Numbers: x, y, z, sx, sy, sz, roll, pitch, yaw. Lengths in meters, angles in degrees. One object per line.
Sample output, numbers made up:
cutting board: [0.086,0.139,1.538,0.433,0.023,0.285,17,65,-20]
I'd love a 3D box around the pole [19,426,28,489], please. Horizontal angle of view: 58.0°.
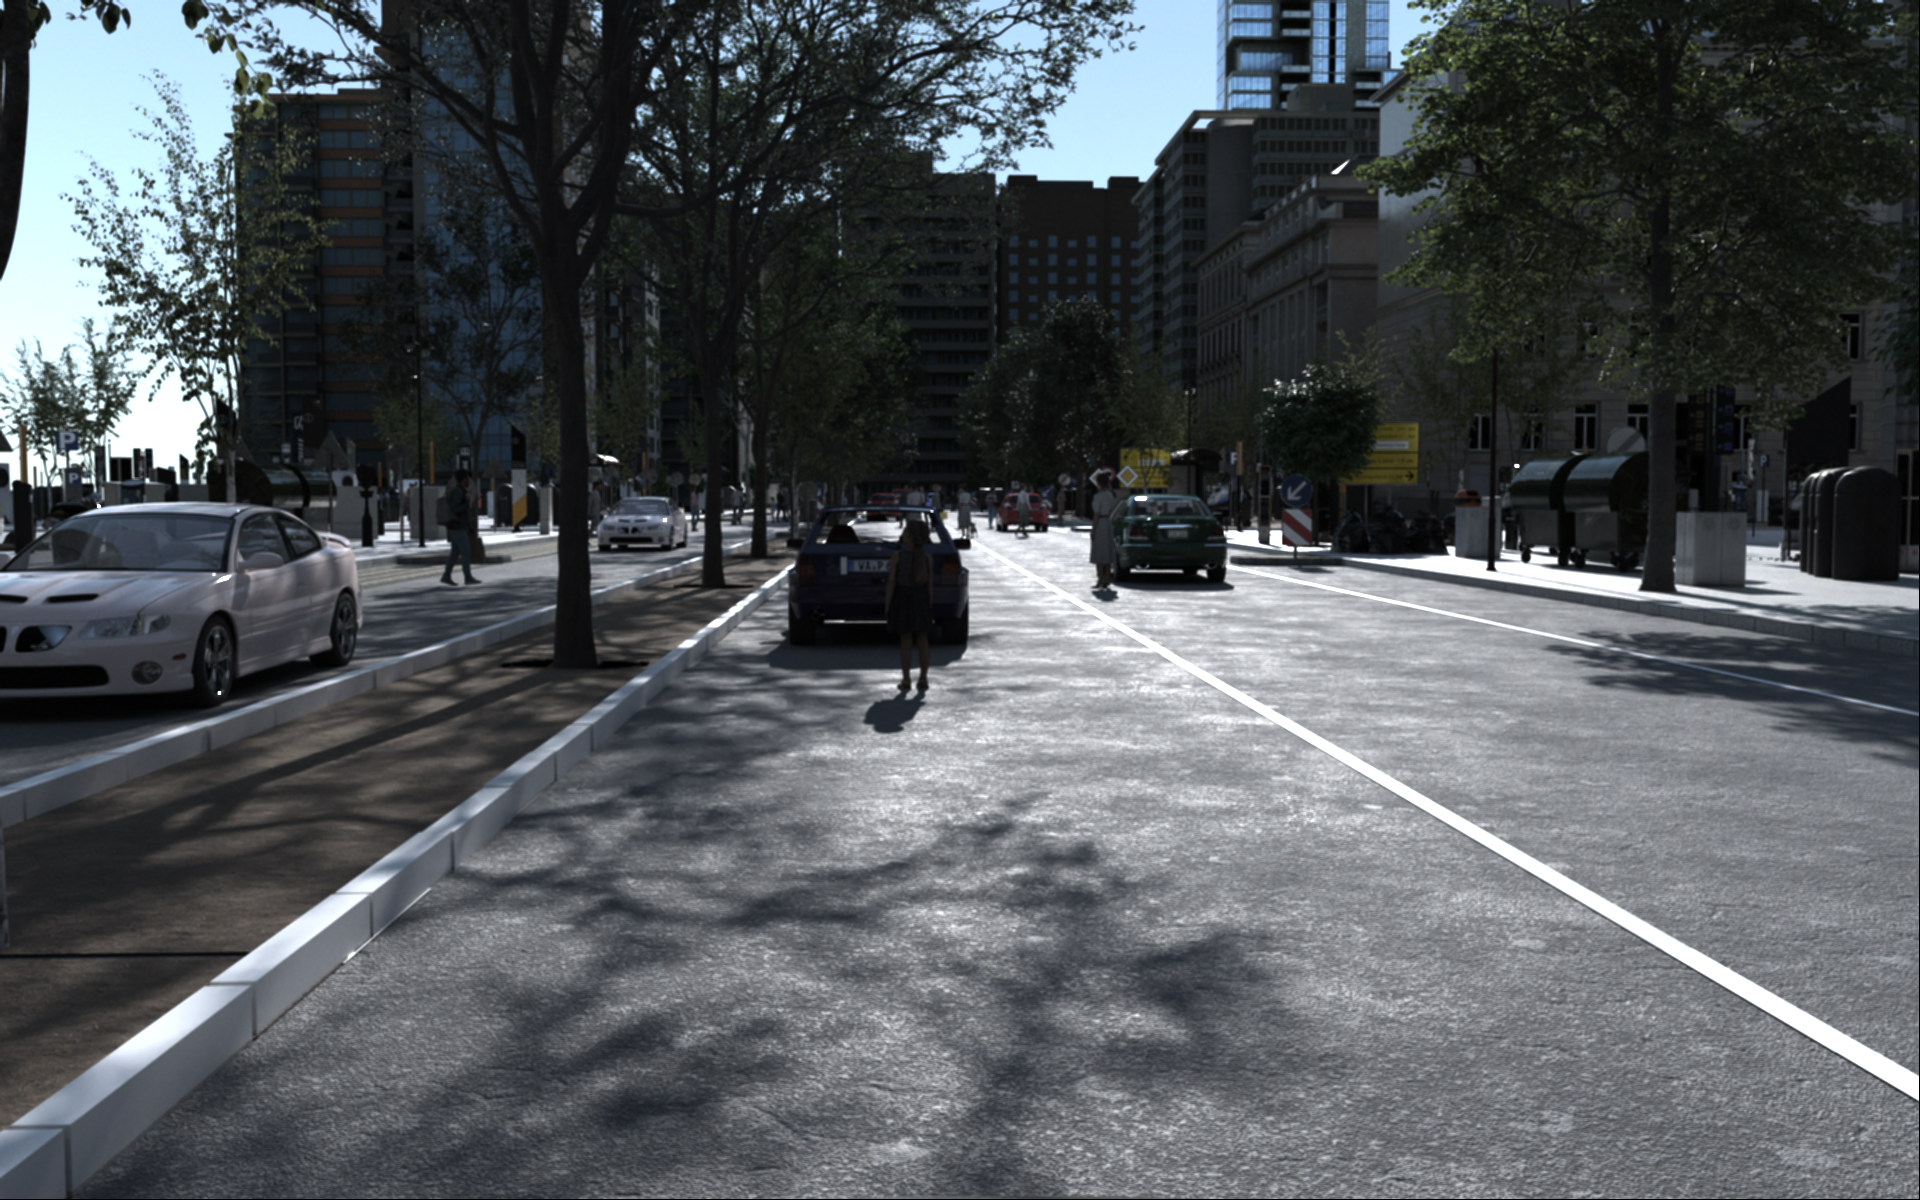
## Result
pole: [-27.973,-3.543,51.772,0.158,3.312,0.155,0,3,0]

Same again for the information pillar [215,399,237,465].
information pillar: [-17.500,-3.057,41.335,0.504,3.616,0.183,-3,5,-43]

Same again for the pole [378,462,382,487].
pole: [-36.770,-7.095,109.840,0.158,3.312,0.155,0,3,0]

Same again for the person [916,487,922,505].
person: [-1.790,-3.813,71.242,0.661,1.777,0.834,-3,4,-36]

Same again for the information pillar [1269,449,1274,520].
information pillar: [15.157,-5.687,84.338,0.183,3.616,0.504,2,4,27]

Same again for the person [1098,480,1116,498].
person: [4.694,-2.921,55.622,0.648,1.900,0.474,-3,5,-41]

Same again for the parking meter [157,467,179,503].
parking meter: [-16.883,-1.910,36.947,0.399,1.863,0.255,-1,4,-19]

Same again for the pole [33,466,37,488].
pole: [-67.295,-8.088,126.075,0.158,3.312,0.155,0,3,0]

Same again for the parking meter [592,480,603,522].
parking meter: [-14.730,-3.959,70.434,0.399,1.863,0.255,1,4,10]

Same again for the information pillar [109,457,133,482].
information pillar: [-16.683,-1.835,34.487,0.304,2.012,0.304,2,4,28]

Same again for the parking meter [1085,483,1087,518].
parking meter: [6.822,-5.300,92.366,0.255,1.863,0.399,-1,4,-13]

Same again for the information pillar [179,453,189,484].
information pillar: [-44.167,-6.561,98.632,0.504,3.616,0.183,-1,4,-20]

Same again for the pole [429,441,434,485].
pole: [-20.177,-4.427,66.222,0.158,3.312,0.155,0,3,0]

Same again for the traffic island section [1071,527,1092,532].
traffic island section: [5.335,-2.700,66.419,2.009,0.180,2.903,0,4,-2]

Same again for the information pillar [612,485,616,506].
information pillar: [-26.721,-7.894,133.551,0.304,2.012,0.304,-2,4,-30]

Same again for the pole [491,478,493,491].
pole: [-33.147,-7.886,122.785,0.158,3.312,0.155,0,3,0]

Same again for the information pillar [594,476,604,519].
information pillar: [-14.828,-4.077,71.152,0.304,2.012,0.304,-3,5,-45]

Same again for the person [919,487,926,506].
person: [-1.737,-4.408,80.971,0.834,1.777,0.661,3,5,42]

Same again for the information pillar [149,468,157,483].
information pillar: [-22.798,-2.736,49.221,0.304,2.012,0.304,2,4,27]

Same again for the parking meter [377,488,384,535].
parking meter: [-18.123,-2.782,53.904,0.372,1.533,0.369,0,3,0]

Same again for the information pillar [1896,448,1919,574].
information pillar: [15.347,-1.438,28.002,0.304,2.012,0.304,-1,4,-15]

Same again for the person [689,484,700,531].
person: [-10.224,-3.559,66.704,0.388,1.821,0.555,-2,4,-31]

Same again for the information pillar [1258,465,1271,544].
information pillar: [7.834,-2.452,44.588,0.304,2.012,0.304,0,4,4]

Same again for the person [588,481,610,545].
person: [-10.110,-2.402,48.054,0.850,1.792,0.678,1,4,9]

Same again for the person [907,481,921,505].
person: [-1.183,-2.043,42.465,0.524,1.755,0.480,3,5,44]

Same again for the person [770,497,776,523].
person: [-9.291,-4.469,85.849,0.425,1.301,0.394,3,4,36]

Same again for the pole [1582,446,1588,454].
pole: [26.373,-4.852,73.179,0.158,3.312,0.155,0,3,0]

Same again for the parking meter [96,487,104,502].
parking meter: [-45.552,-5.259,91.702,0.255,1.863,0.399,-1,4,-17]

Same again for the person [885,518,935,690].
person: [-0.372,0.028,12.708,0.362,1.253,0.373,-1,4,-16]

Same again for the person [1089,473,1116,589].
person: [2.114,-1.058,26.371,0.524,1.755,0.480,3,5,42]

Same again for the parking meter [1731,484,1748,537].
parking meter: [19.877,-2.188,44.181,0.372,1.533,0.369,0,3,0]

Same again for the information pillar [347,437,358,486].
information pillar: [-24.990,-4.886,71.236,0.504,3.616,0.183,2,4,24]

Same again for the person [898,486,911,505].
person: [-2.389,-4.071,75.239,0.661,1.801,0.590,-1,4,-15]

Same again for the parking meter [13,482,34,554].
parking meter: [-20.232,-1.774,37.414,0.372,1.533,0.369,0,3,0]

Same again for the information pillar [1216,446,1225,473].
information pillar: [12.727,-5.702,84.574,0.504,3.616,0.183,-2,4,-31]

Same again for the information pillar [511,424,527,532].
information pillar: [-14.761,-4.071,57.921,0.504,3.616,0.183,-1,4,-15]

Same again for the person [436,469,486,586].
person: [-7.731,-1.124,26.865,0.713,1.824,0.794,0,4,1]

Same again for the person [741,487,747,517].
person: [-13.325,-5.953,105.606,0.659,1.850,0.755,0,4,-2]

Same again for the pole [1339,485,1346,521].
pole: [11.468,-3.550,51.885,0.158,3.312,0.155,0,3,0]

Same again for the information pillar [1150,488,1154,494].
information pillar: [12.679,-6.763,115.068,0.304,2.012,0.304,3,4,36]

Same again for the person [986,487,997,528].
person: [1.321,-3.901,73.121,0.563,1.720,0.643,3,5,44]

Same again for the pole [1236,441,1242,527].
pole: [10.814,-4.484,67.160,0.158,3.312,0.155,0,3,0]

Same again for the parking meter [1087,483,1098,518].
parking meter: [6.822,-5.052,88.310,0.399,1.863,0.255,0,4,7]

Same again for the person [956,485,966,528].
person: [0.094,-3.903,72.493,0.473,1.802,0.592,2,4,33]

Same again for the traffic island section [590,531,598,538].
traffic island section: [-11.619,-2.169,57.747,2.009,0.180,2.903,0,4,-2]

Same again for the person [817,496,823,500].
person: [-10.844,-7.777,135.429,0.755,1.850,0.659,-2,4,-24]

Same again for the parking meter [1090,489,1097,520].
parking meter: [6.598,-4.723,85.633,0.372,1.533,0.369,0,3,0]

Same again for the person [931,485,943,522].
person: [-0.914,-3.578,67.177,0.728,1.800,0.709,0,4,2]

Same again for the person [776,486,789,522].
person: [-8.993,-4.860,87.733,0.755,1.850,0.659,2,4,33]

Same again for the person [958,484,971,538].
person: [0.124,-2.874,56.055,0.480,1.755,0.524,-2,4,-34]

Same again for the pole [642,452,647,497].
pole: [-15.320,-5.520,84.098,0.158,3.312,0.155,0,3,0]

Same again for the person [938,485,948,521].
person: [-0.843,-3.747,69.988,0.699,1.804,1.509,0,4,-1]

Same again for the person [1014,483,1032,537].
person: [2.091,-3.029,58.246,0.641,1.798,0.478,-1,4,-23]

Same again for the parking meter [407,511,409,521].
parking meter: [-26.268,-4.714,82.787,0.255,1.863,0.399,-2,4,-26]

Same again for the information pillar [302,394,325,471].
information pillar: [-15.148,-3.012,40.601,0.504,3.616,0.183,-1,4,-9]

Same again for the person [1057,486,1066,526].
person: [4.526,-4.170,77.015,0.599,1.781,0.374,-3,5,-44]

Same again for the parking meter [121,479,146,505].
parking meter: [-13.673,-1.239,28.677,0.372,1.533,0.369,0,3,0]
